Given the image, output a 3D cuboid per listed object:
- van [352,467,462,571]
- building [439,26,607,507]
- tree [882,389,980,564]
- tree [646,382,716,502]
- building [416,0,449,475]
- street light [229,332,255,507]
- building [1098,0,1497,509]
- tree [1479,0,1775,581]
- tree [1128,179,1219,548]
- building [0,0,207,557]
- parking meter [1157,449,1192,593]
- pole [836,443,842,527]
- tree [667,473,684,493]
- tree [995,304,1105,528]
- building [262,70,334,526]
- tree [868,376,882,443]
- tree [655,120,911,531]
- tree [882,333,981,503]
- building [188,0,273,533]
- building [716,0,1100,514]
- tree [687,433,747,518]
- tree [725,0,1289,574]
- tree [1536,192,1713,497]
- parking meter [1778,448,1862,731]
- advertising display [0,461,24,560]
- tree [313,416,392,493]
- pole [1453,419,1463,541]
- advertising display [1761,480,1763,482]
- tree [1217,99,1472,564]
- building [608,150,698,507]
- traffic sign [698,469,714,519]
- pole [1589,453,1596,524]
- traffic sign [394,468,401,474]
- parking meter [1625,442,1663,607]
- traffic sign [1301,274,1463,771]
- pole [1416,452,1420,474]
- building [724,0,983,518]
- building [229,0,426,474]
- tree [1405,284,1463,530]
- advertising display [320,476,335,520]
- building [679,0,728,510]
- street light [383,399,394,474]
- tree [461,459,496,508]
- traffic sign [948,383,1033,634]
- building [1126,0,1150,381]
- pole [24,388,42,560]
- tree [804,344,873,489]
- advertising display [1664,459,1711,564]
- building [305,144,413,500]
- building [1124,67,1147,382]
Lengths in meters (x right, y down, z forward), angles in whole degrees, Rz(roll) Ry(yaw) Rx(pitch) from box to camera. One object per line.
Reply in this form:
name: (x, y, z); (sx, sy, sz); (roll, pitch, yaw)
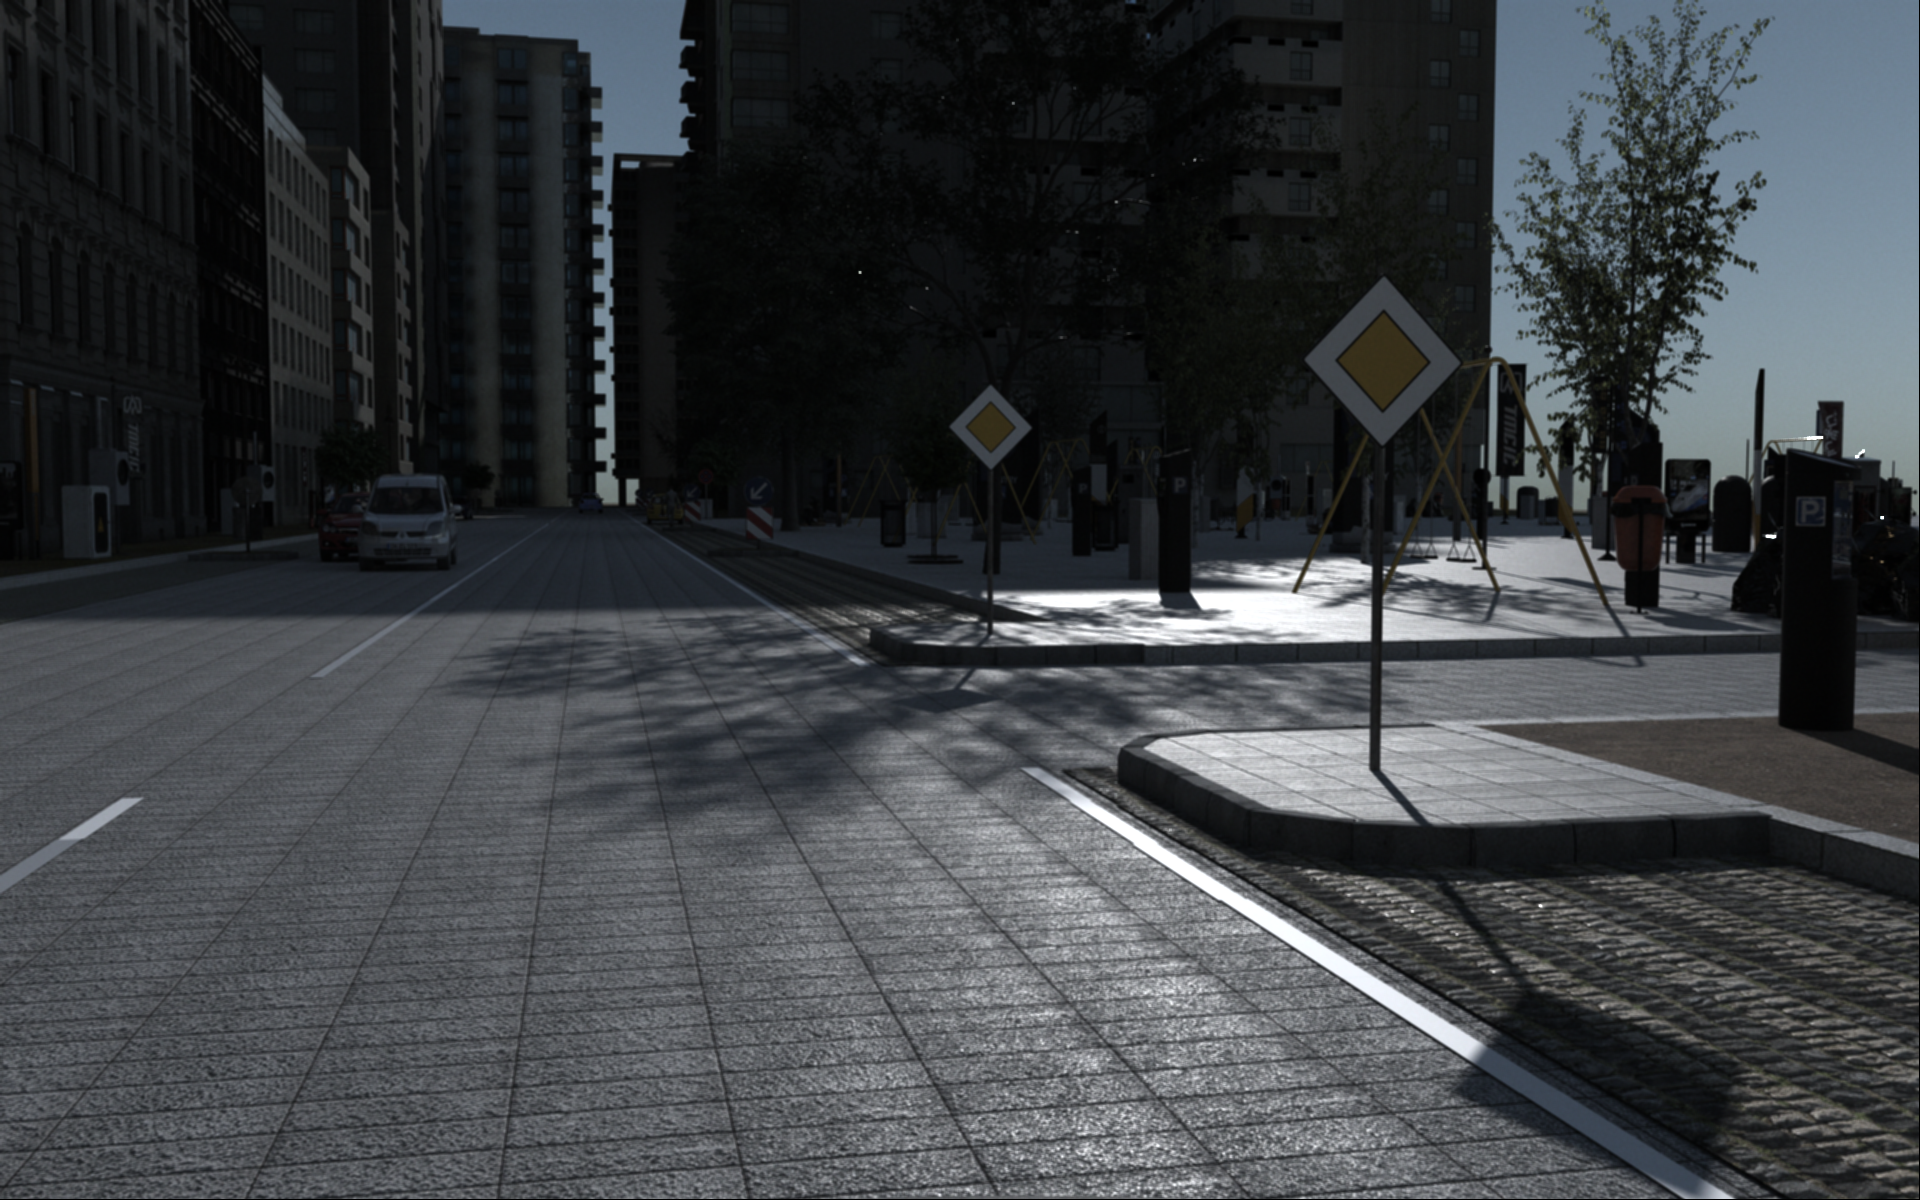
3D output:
van: (-10.745, -1.638, 33.795); (2.013, 2.044, 4.112); (-1, 4, -14)
building: (-52.607, -34.294, 180.308); (30.456, 49.044, 23.786); (-1, 4, -12)
tree: (-0.569, -2.290, 32.044); (1.663, 3.219, 1.824); (0, 3, 0)
tree: (-17.954, -9.891, 112.072); (4.360, 8.622, 3.978); (0, 3, 0)
building: (-56.341, -33.730, 140.727); (27.495, 52.752, 28.713); (-1, 4, -12)
street light: (-20.458, -4.690, 49.468); (0.468, 5.910, 1.993); (-1, 4, -12)
building: (30.433, -34.874, 159.433); (27.495, 52.752, 28.713); (-1, 4, -12)
tree: (9.892, -4.596, 25.503); (4.360, 8.622, 3.978); (0, 3, 0)
tree: (5.646, -5.517, 40.558); (4.737, 8.622, 4.395); (0, 3, 0)
building: (-25.688, -11.824, 42.477); (9.793, 20.994, 18.267); (-1, 4, -12)
parking meter: (2.800, -1.036, 22.653); (0.399, 1.863, 0.255); (-1, 4, -21)
pole: (-4.719, -4.498, 67.389); (0.158, 3.312, 0.155); (0, 3, 0)
tree: (-24.538, -9.341, 147.321); (1.663, 3.219, 1.824); (0, 3, 0)
tree: (3.244, -6.959, 64.146); (4.360, 8.622, 3.978); (0, 3, 0)
building: (-33.882, -13.461, 74.840); (10.420, 20.320, 16.860); (-1, 4, -12)
tree: (-2.682, -8.346, 86.814); (4.737, 8.622, 4.395); (0, 3, 0)
tree: (-5.848, -9.354, 59.593); (9.857, 13.997, 8.962); (0, 3, 0)
tree: (-0.992, -7.663, 75.660); (4.737, 8.622, 4.395); (0, 3, 0)
building: (-31.452, -14.000, 58.583); (12.332, 23.373, 15.834); (-1, 4, -12)
building: (-2.873, -32.665, 123.314); (28.713, 52.752, 27.495); (-1, 4, -12)
tree: (-12.873, -6.595, 91.548); (4.285, 4.588, 4.351); (0, 3, 0)
tree: (0.524, -5.669, 27.098); (8.767, 10.594, 7.601); (0, 4, -7)
tree: (16.241, -5.685, 43.313); (4.737, 8.622, 4.395); (0, 3, 0)
parking meter: (4.717, -0.067, 9.502); (0.372, 1.533, 0.369); (0, 3, 0)
advertising display: (-18.574, -1.738, 33.626); (0.974, 1.923, 0.123); (1, 4, 23)
tree: (-25.485, -5.431, 72.511); (4.285, 4.588, 4.351); (0, 3, 0)
pole: (13.634, -3.279, 47.452); (0.158, 3.312, 0.155); (0, 3, 0)
advertising display: (37.638, -4.625, 80.825); (0.974, 1.923, 0.123); (-2, 4, -30)
tree: (7.247, -4.976, 31.725); (4.737, 8.622, 4.395); (0, 3, 0)
building: (-26.179, -30.476, 190.161); (23.993, 40.220, 32.217); (-1, 4, -12)
traffic sign: (-12.810, -5.338, 87.385); (0.768, 2.556, 0.104); (0, 4, -6)
pole: (26.805, -4.862, 73.343); (0.158, 3.312, 0.155); (0, 3, 0)
traffic sign: (-28.028, -5.284, 86.402); (0.884, 2.594, 0.081); (0, 4, -7)
parking meter: (7.814, -0.862, 19.807); (0.255, 1.863, 0.399); (0, 4, -4)
traffic sign: (1.927, -0.266, 7.994); (0.795, 2.450, 0.064); (-1, 4, -12)
pole: (22.364, -5.550, 84.589); (0.158, 3.312, 0.155); (0, 3, 0)
building: (-6.821, -25.561, 101.512); (14.154, 41.232, 14.086); (-1, 4, -12)
building: (-45.089, -26.658, 119.455); (14.154, 41.232, 14.086); (-1, 4, -12)
tree: (16.466, -6.778, 61.177); (4.360, 8.622, 3.978); (0, 3, 0)
advertising display: (-22.859, -3.514, 62.665); (0.123, 1.923, 0.974); (0, 4, 3)
building: (-12.757, -30.321, 150.376); (22.147, 44.769, 28.867); (-1, 4, -12)
street light: (-27.844, -6.839, 84.600); (0.468, 5.910, 1.993); (-1, 4, -12)
tree: (-45.220, -10.929, 162.401); (4.285, 4.588, 4.351); (0, 3, 0)
traffic sign: (0.273, -0.744, 15.806); (0.795, 2.450, 0.064); (-1, 4, -12)
building: (15.827, -53.841, 192.967); (31.000, 86.520, 22.319); (-1, 4, -12)
pole: (-17.925, -2.424, 33.472); (0.158, 3.312, 0.155); (0, 3, 0)
tree: (-6.173, -7.970, 80.669); (4.360, 8.622, 3.978); (0, 3, 0)
advertising display: (13.443, -1.640, 32.030); (0.974, 1.923, 0.123); (-1, 4, -21)
building: (-46.845, -15.445, 97.562); (27.650, 21.520, 28.899); (-1, 4, -12)
building: (8.673, -29.273, 162.200); (14.086, 41.232, 14.154); (-1, 4, -12)
